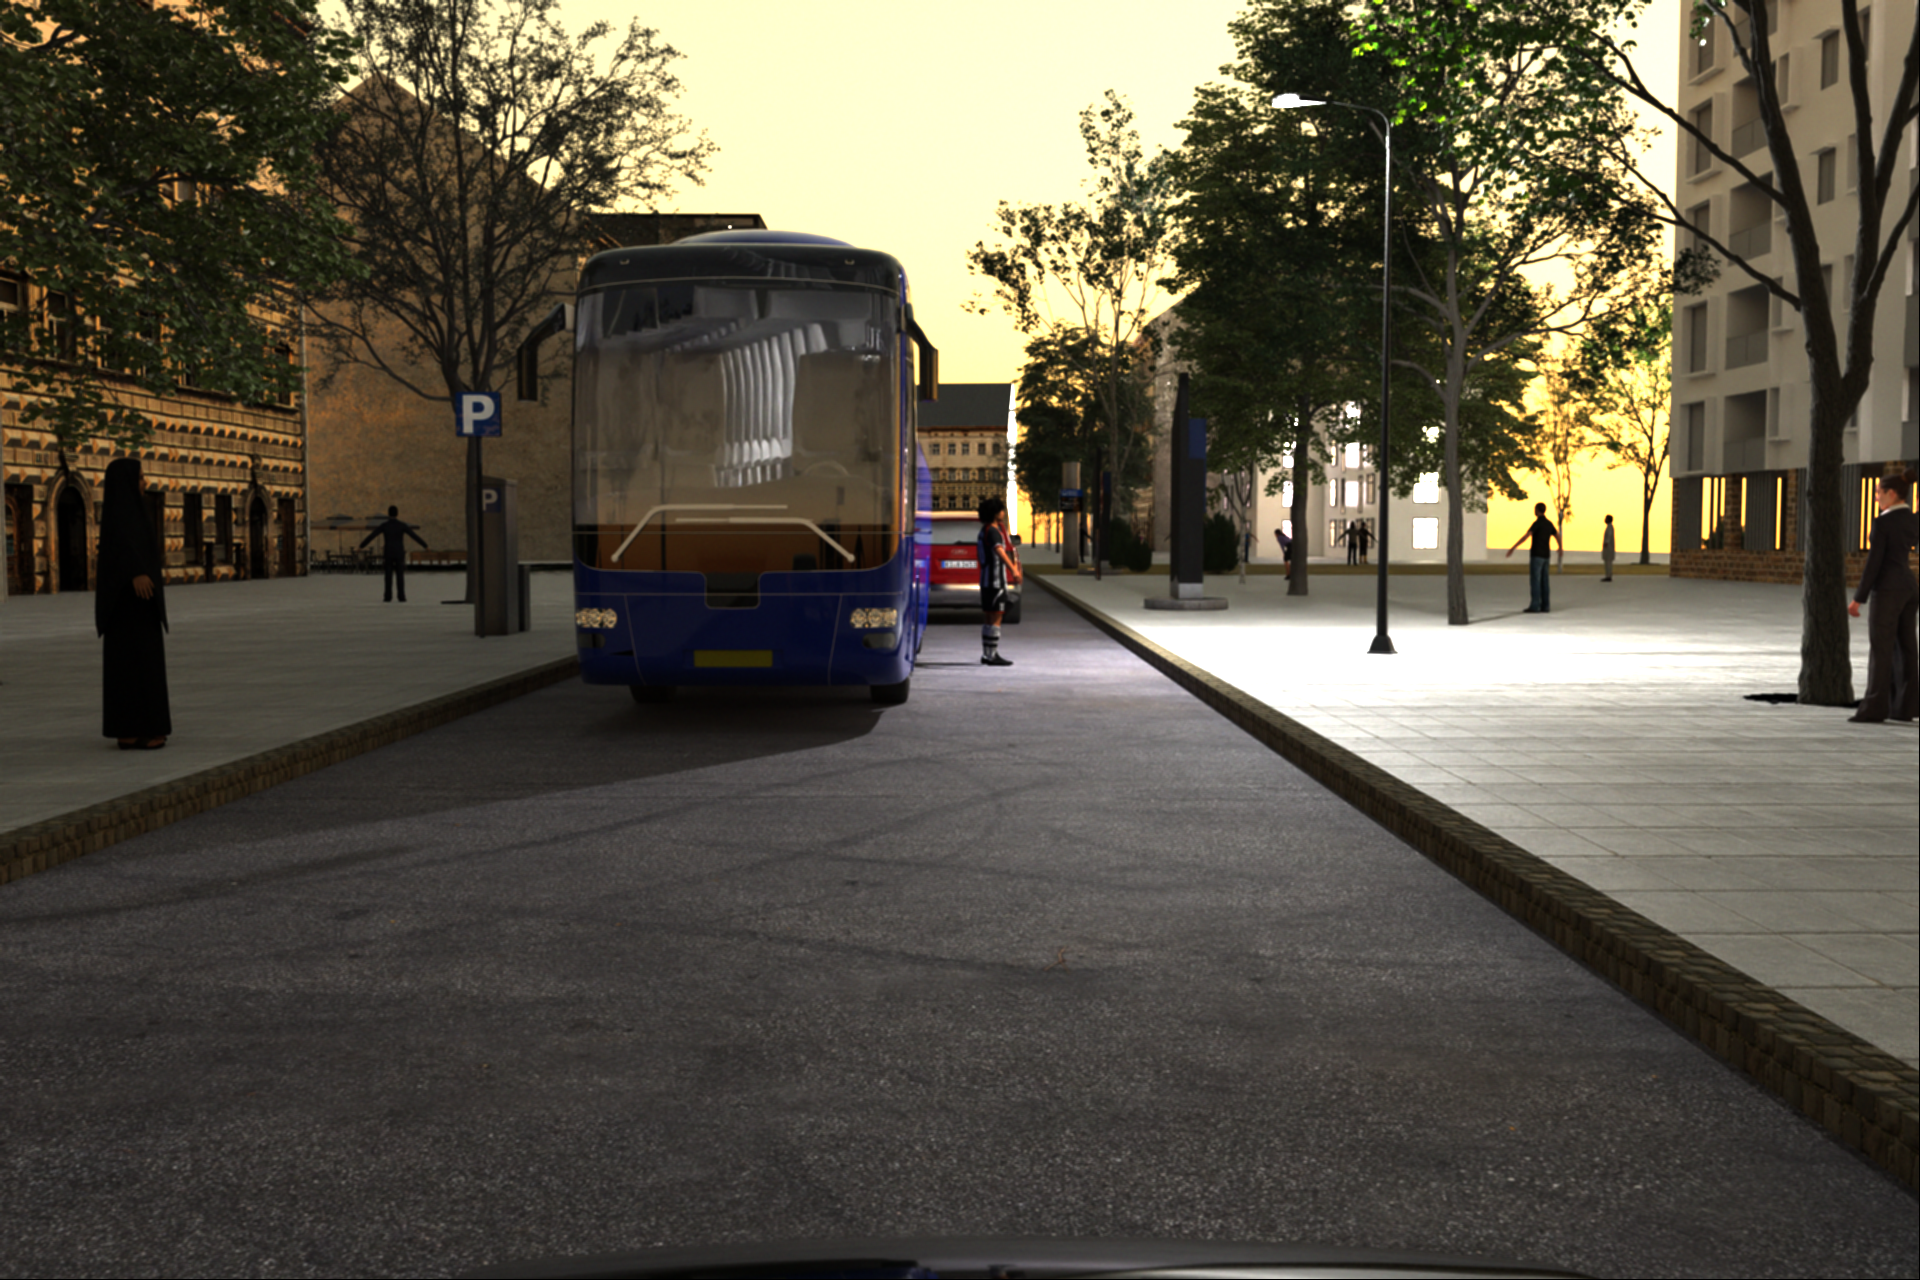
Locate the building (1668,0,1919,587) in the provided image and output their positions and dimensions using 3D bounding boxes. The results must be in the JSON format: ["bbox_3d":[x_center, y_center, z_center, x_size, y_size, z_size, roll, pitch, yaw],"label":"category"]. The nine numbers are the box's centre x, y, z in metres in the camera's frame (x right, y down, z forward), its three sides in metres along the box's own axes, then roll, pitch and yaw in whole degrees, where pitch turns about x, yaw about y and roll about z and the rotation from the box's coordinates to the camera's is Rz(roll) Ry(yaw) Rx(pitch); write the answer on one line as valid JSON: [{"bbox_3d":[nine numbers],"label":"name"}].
[{"bbox_3d":[26.091,-11.786,49.114,16.016,20.090,11.380,0,4,0],"label":"building"}]

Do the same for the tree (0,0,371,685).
[{"bbox_3d":[-8.718,-5.863,13.980,7.486,12.596,7.792,0,3,0],"label":"tree"}]

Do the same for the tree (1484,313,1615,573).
[{"bbox_3d":[19.971,-6.506,56.731,4.360,8.622,3.978,0,3,0],"label":"tree"}]

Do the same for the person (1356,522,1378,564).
[{"bbox_3d":[17.510,-4.218,75.104,0.704,1.812,1.346,-3,4,-38],"label":"person"}]

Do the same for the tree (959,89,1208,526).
[{"bbox_3d":[6.045,-13.513,76.831,12.611,20.169,13.585,0,3,0],"label":"tree"}]

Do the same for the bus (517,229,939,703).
[{"bbox_3d":[-1.622,-1.614,17.943,2.896,3.916,12.251,0,4,0],"label":"bus"}]

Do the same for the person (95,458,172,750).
[{"bbox_3d":[-4.899,-0.222,10.420,0.721,1.737,1.214,-1,4,-22],"label":"person"}]

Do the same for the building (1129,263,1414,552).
[{"bbox_3d":[23.246,-18.484,133.143,19.493,23.208,18.063,0,4,0],"label":"building"}]

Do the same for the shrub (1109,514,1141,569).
[{"bbox_3d":[5.791,-3.626,63.712,1.690,2.028,1.600,0,3,0],"label":"shrub"}]

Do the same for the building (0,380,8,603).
[{"bbox_3d":[-26.136,-9.151,16.084,16.747,18.905,31.486,0,4,0],"label":"building"}]

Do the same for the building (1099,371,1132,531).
[{"bbox_3d":[24.870,-21.717,185.996,19.493,23.208,18.063,0,3,0],"label":"building"}]

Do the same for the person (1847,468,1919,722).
[{"bbox_3d":[6.417,-0.313,11.955,0.445,1.727,0.742,2,4,33],"label":"person"}]

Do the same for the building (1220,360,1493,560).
[{"bbox_3d":[21.191,-9.512,97.663,9.099,9.664,28.070,0,3,0],"label":"building"}]

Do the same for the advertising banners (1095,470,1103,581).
[{"bbox_3d":[3.871,-3.183,48.223,0.090,3.025,2.074,0,4,0],"label":"advertising banners"}]

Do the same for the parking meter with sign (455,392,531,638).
[{"bbox_3d":[-5.911,-1.583,22.135,0.543,3.016,1.738,0,4,-1],"label":"parking meter with sign"}]

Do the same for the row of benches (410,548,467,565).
[{"bbox_3d":[-21.432,-3.555,73.588,1.422,0.672,4.104,3,4,37],"label":"row of benches"}]

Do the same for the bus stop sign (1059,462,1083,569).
[{"bbox_3d":[4.084,-4.571,63.751,0.837,3.901,0.837,0,3,0],"label":"bus stop sign"}]

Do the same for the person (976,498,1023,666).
[{"bbox_3d":[0.387,-0.632,18.942,0.704,1.843,1.345,-1,4,-14],"label":"person"}]

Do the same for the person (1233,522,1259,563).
[{"bbox_3d":[12.525,-4.295,76.087,1.347,1.847,0.705,-2,4,-27],"label":"person"}]

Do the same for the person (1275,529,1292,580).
[{"bbox_3d":[9.166,-2.416,48.770,0.697,1.427,0.421,3,5,40],"label":"person"}]

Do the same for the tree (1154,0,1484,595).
[{"bbox_3d":[7.442,-7.227,36.284,7.486,12.596,7.792,0,3,0],"label":"tree"}]

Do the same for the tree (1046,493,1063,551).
[{"bbox_3d":[6.920,-10.974,129.793,4.737,8.622,4.395,0,3,0],"label":"tree"}]

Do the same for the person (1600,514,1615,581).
[{"bbox_3d":[17.598,-2.507,47.079,0.704,1.819,1.344,1,4,18],"label":"person"}]

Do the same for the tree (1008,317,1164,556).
[{"bbox_3d":[7.131,-11.841,100.261,9.857,13.997,8.962,0,3,0],"label":"tree"}]

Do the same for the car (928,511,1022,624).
[{"bbox_3d":[-0.066,-1.256,29.208,2.281,1.827,5.304,0,4,-1],"label":"car"}]

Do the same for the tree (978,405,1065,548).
[{"bbox_3d":[6.831,-15.236,159.479,12.009,13.543,11.850,0,3,0],"label":"tree"}]

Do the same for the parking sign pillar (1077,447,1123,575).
[{"bbox_3d":[4.406,-4.022,54.235,1.447,3.967,1.447,0,4,-1],"label":"parking sign pillar"}]

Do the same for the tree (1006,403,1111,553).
[{"bbox_3d":[6.861,-11.183,117.256,8.767,10.594,7.601,3,5,41],"label":"tree"}]

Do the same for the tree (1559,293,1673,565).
[{"bbox_3d":[29.085,-8.990,72.750,9.928,11.665,9.643,0,3,0],"label":"tree"}]

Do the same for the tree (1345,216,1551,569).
[{"bbox_3d":[17.724,-8.843,62.707,7.486,12.596,7.792,0,3,0],"label":"tree"}]

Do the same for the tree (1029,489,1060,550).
[{"bbox_3d":[7.043,-11.547,139.149,4.360,8.622,3.978,0,3,0],"label":"tree"}]

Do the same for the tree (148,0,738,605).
[{"bbox_3d":[-9.029,-7.423,31.735,12.009,13.543,11.850,0,3,0],"label":"tree"}]

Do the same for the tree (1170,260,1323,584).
[{"bbox_3d":[7.304,-5.765,44.620,4.737,8.622,4.395,0,3,0],"label":"tree"}]

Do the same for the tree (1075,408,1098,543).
[{"bbox_3d":[19.482,-24.013,248.505,12.611,20.169,13.585,0,3,0],"label":"tree"}]

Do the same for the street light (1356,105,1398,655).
[{"bbox_3d":[5.071,-2.805,18.404,1.470,5.913,1.316,0,4,0],"label":"street light"}]

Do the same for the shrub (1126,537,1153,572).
[{"bbox_3d":[5.998,-2.863,57.935,1.383,1.207,1.383,0,3,0],"label":"shrub"}]

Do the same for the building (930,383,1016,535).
[{"bbox_3d":[-1.426,-25.519,250.618,18.063,23.208,19.493,0,4,5],"label":"building"}]

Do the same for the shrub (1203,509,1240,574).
[{"bbox_3d":[8.206,-3.135,55.291,1.661,2.075,1.752,0,3,0],"label":"shrub"}]

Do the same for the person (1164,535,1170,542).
[{"bbox_3d":[10.944,-4.971,87.053,1.354,1.856,0.705,-1,4,-10],"label":"person"}]

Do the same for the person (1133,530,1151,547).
[{"bbox_3d":[6.943,-3.544,67.217,0.991,1.433,0.599,2,4,30],"label":"person"}]

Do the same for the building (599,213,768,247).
[{"bbox_3d":[-23.551,-17.306,126.925,27.936,21.610,32.646,0,4,-1],"label":"building"}]

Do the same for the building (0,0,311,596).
[{"bbox_3d":[-28.794,-12.943,42.542,19.493,23.208,18.063,0,4,-1],"label":"building"}]

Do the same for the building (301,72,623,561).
[{"bbox_3d":[-27.481,-15.952,91.750,19.493,23.208,18.063,0,4,0],"label":"building"}]

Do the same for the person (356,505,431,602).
[{"bbox_3d":[-10.735,-1.639,32.845,1.345,1.823,0.704,-1,4,-18],"label":"person"}]

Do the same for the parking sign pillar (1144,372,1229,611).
[{"bbox_3d":[3.879,-2.515,29.596,1.447,3.967,1.447,0,4,0],"label":"parking sign pillar"}]

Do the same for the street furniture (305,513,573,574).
[{"bbox_3d":[-22.302,-3.499,62.244,27.439,1.986,14.083,1,4,9],"label":"street furniture"}]

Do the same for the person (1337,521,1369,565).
[{"bbox_3d":[16.167,-3.987,71.321,1.348,1.813,0.705,0,3,0],"label":"person"}]

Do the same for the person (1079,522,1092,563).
[{"bbox_3d":[5.356,-4.320,76.825,1.347,1.806,0.705,3,4,39],"label":"person"}]

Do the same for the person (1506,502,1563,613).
[{"bbox_3d":[9.455,-1.351,28.310,1.348,1.803,0.705,-2,4,-33],"label":"person"}]

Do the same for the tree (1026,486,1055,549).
[{"bbox_3d":[7.254,-12.032,147.088,4.360,8.622,3.978,0,3,0],"label":"tree"}]

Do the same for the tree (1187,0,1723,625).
[{"bbox_3d":[6.707,-5.493,24.219,7.601,10.594,8.767,0,4,3],"label":"tree"}]

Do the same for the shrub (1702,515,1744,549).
[{"bbox_3d":[27.791,-3.593,62.786,1.661,2.075,1.752,0,3,0],"label":"shrub"}]

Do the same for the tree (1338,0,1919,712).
[{"bbox_3d":[6.622,-5.330,12.897,9.928,11.665,9.643,0,3,0],"label":"tree"}]
